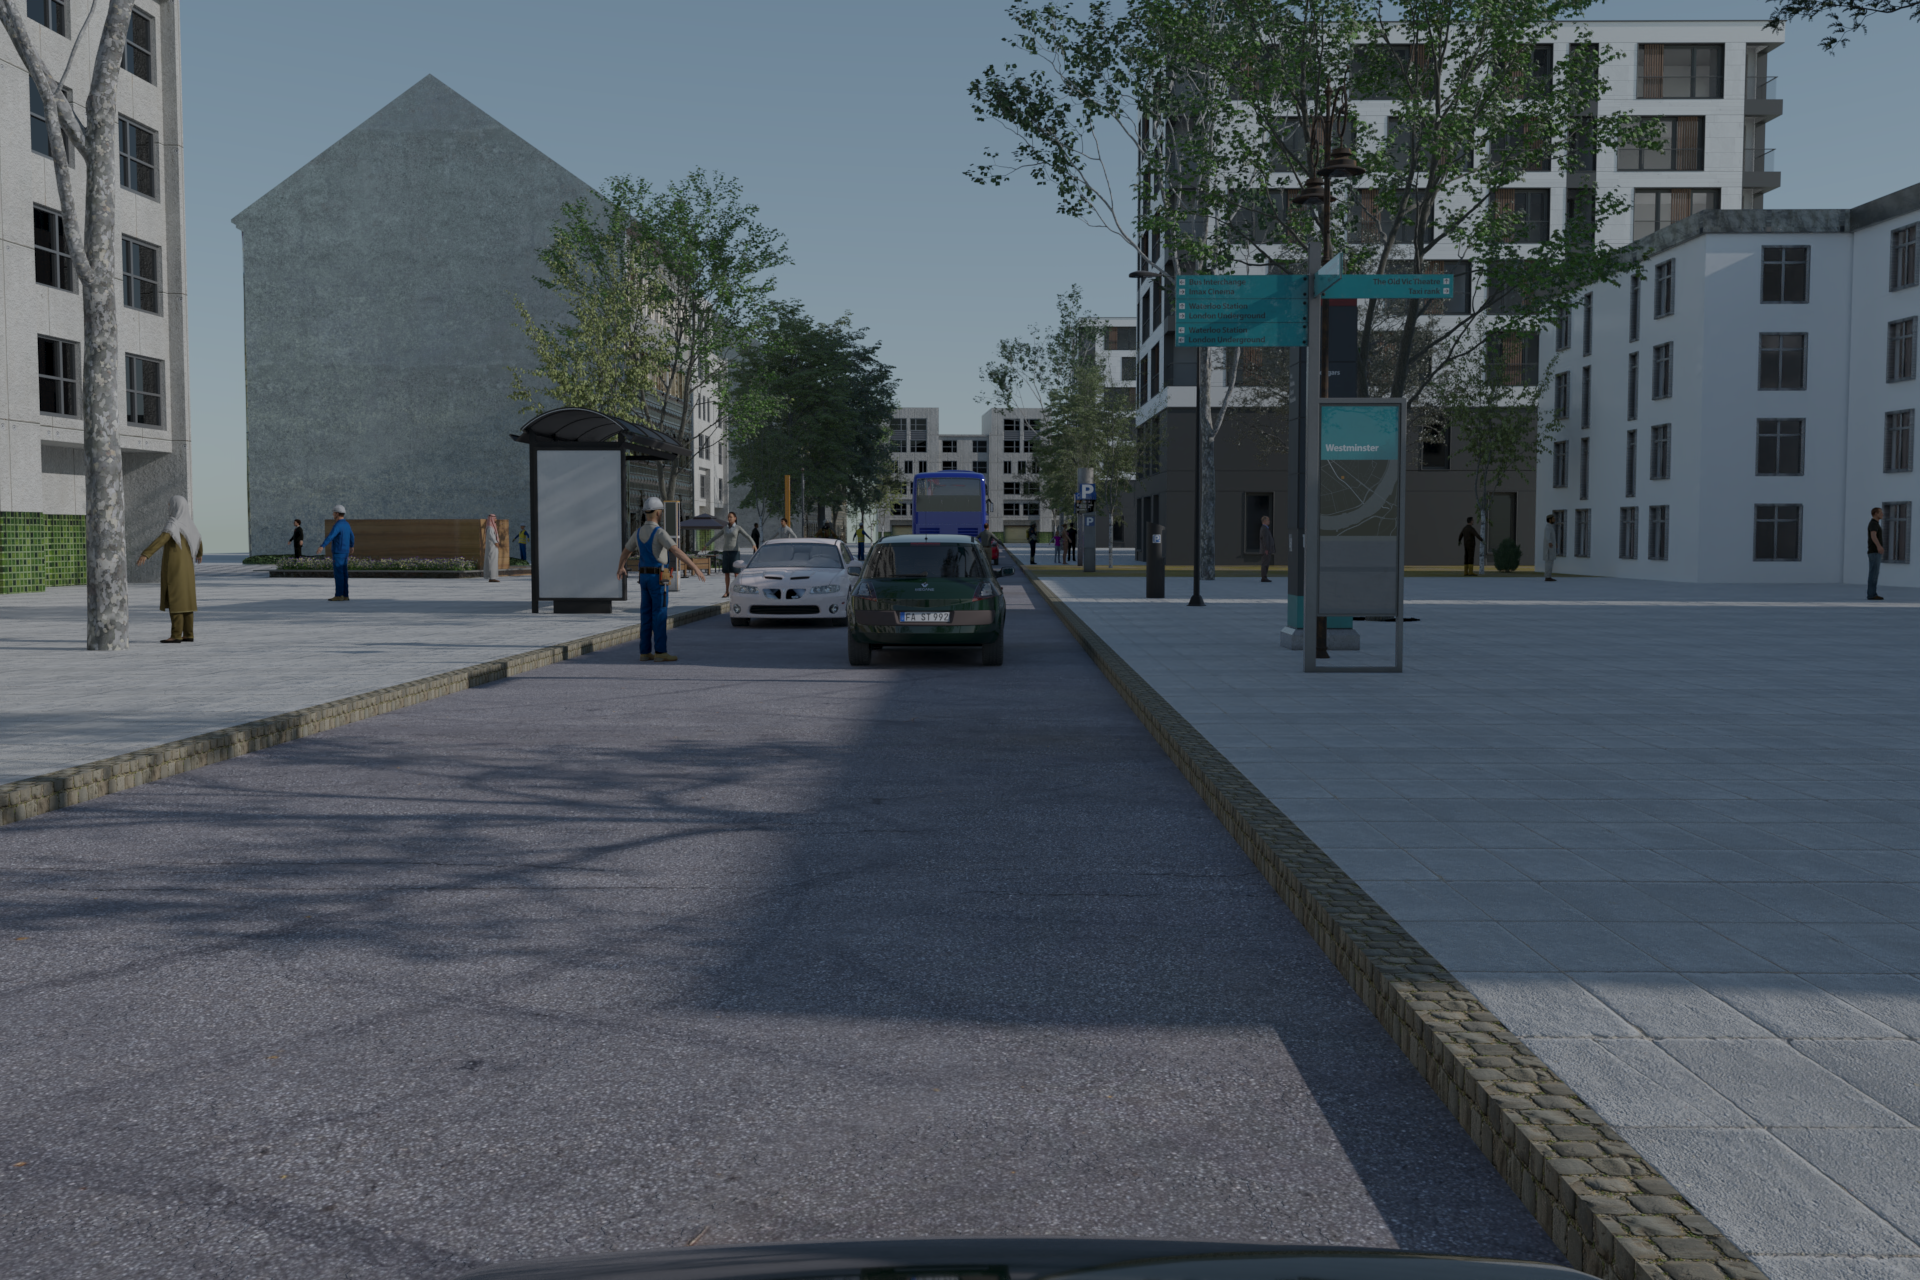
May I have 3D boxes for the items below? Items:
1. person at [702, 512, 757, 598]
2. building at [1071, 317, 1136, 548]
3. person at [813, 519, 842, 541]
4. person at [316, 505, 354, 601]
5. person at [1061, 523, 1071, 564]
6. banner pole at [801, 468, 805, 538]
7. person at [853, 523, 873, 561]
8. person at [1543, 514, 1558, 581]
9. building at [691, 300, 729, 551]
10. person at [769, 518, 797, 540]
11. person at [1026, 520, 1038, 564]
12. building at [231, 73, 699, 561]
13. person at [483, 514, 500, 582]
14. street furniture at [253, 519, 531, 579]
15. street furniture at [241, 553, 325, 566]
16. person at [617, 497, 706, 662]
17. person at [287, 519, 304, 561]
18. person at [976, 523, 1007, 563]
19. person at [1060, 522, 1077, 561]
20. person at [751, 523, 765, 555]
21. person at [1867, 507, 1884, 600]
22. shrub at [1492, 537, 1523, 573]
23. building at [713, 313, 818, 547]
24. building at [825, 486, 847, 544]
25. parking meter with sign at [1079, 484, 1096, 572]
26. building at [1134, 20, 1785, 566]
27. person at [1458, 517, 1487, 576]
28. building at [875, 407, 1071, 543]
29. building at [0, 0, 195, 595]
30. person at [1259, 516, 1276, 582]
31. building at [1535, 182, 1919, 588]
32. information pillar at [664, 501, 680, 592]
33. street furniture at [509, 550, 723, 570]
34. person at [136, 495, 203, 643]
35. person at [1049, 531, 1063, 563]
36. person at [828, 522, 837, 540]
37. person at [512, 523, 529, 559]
[{"bbox_3d":[-4.613,-1.707,34.740,1.217,1.735,0.721,1,4,19],"label":"person"},{"bbox_3d":[25.376,-20.513,179.365,27.936,21.610,32.646,0,4,1],"label":"building"},{"bbox_3d":[-5.194,-3.763,67.297,1.354,1.858,0.705,-2,4,-30],"label":"person"},{"bbox_3d":[-11.932,-1.675,33.262,0.705,1.842,1.347,0,4,7],"label":"person"},{"bbox_3d":[4.531,-4.067,73.298,0.721,1.733,1.217,-1,4,-9],"label":"person"},{"bbox_3d":[-5.959,-4.640,65.882,0.401,3.779,0.863,0,4,1],"label":"banner pole"},{"bbox_3d":[-4.719,-4.715,83.052,1.349,1.833,0.705,3,5,43],"label":"person"},{"bbox_3d":[16.054,-2.506,47.059,0.704,1.819,1.344,2,4,25],"label":"person"},{"bbox_3d":[-27.575,-15.841,125.458,16.747,18.905,31.486,0,4,1],"label":"building"},{"bbox_3d":[-5.798,-3.102,56.899,1.347,1.806,0.705,2,4,31],"label":"person"},{"bbox_3d":[3.109,-4.122,73.176,0.705,1.856,1.354,0,4,-2],"label":"person"},{"bbox_3d":[-25.085,-15.985,92.280,19.493,23.208,18.063,0,4,1],"label":"building"},{"bbox_3d":[-12.422,-2.443,46.089,0.704,1.811,1.347,-1,4,-18],"label":"person"},{"bbox_3d":[-17.837,-2.837,53.243,9.812,1.723,11.010,1,4,12],"label":"street furniture"},{"bbox_3d":[-24.617,-3.322,69.933,5.734,0.657,10.072,-3,5,-42],"label":"street furniture"},{"bbox_3d":[-3.435,-0.687,19.543,1.347,1.847,0.705,2,4,35],"label":"person"},{"bbox_3d":[-23.218,-3.331,60.652,0.705,1.806,1.347,-3,5,-39],"label":"person"},{"bbox_3d":[0.884,-2.993,57.669,1.348,1.796,0.705,1,4,17],"label":"person"},{"bbox_3d":[5.268,-4.633,81.684,1.347,1.837,0.705,1,4,11],"label":"person"},{"bbox_3d":[-9.453,-4.545,80.534,0.704,1.802,1.346,-2,4,-31],"label":"person"},{"bbox_3d":[17.888,-1.687,33.799,0.705,1.803,1.348,2,4,27],"label":"person"},{"bbox_3d":[18.192,-2.841,57.566,1.383,1.207,1.383,0,3,0],"label":"shrub"},{"bbox_3d":[-23.980,-21.016,174.543,19.493,23.208,18.063,0,4,2],"label":"building"},{"bbox_3d":[-24.704,-23.946,222.451,19.493,23.208,18.063,0,4,2],"label":"building"},{"bbox_3d":[4.380,-3.837,58.996,0.543,3.016,1.738,0,4,1],"label":"parking meter with sign"},{"bbox_3d":[22.439,-14.780,85.630,27.936,21.610,32.646,0,4,1],"label":"building"},{"bbox_3d":[15.664,-2.875,53.144,0.704,1.812,1.346,-1,4,-21],"label":"person"},{"bbox_3d":[3.780,-23.232,248.755,31.486,18.905,16.747,0,4,-4],"label":"building"},{"bbox_3d":[-28.748,-9.972,29.498,16.747,18.905,31.486,0,4,1],"label":"building"},{"bbox_3d":[8.222,-2.430,46.321,0.434,1.755,0.990,1,4,14],"label":"person"},{"bbox_3d":[23.730,-6.289,44.972,9.099,9.664,28.070,0,4,1],"label":"building"},{"bbox_3d":[-6.394,-2.078,38.471,0.304,2.012,0.304,0,4,2],"label":"information pillar"},{"bbox_3d":[-13.343,-3.019,64.989,10.072,0.657,5.734,1,4,8],"label":"street furniture"},{"bbox_3d":[-9.305,-0.837,20.455,0.721,1.736,1.217,0,4,8],"label":"person"},{"bbox_3d":[4.307,-4.081,75.983,0.991,1.433,0.599,-2,4,-27],"label":"person"},{"bbox_3d":[-5.666,-4.238,75.424,0.705,1.813,1.348,-2,4,-32],"label":"person"},{"bbox_3d":[-19.313,-4.267,76.236,1.216,1.772,0.721,3,5,41],"label":"person"}]
